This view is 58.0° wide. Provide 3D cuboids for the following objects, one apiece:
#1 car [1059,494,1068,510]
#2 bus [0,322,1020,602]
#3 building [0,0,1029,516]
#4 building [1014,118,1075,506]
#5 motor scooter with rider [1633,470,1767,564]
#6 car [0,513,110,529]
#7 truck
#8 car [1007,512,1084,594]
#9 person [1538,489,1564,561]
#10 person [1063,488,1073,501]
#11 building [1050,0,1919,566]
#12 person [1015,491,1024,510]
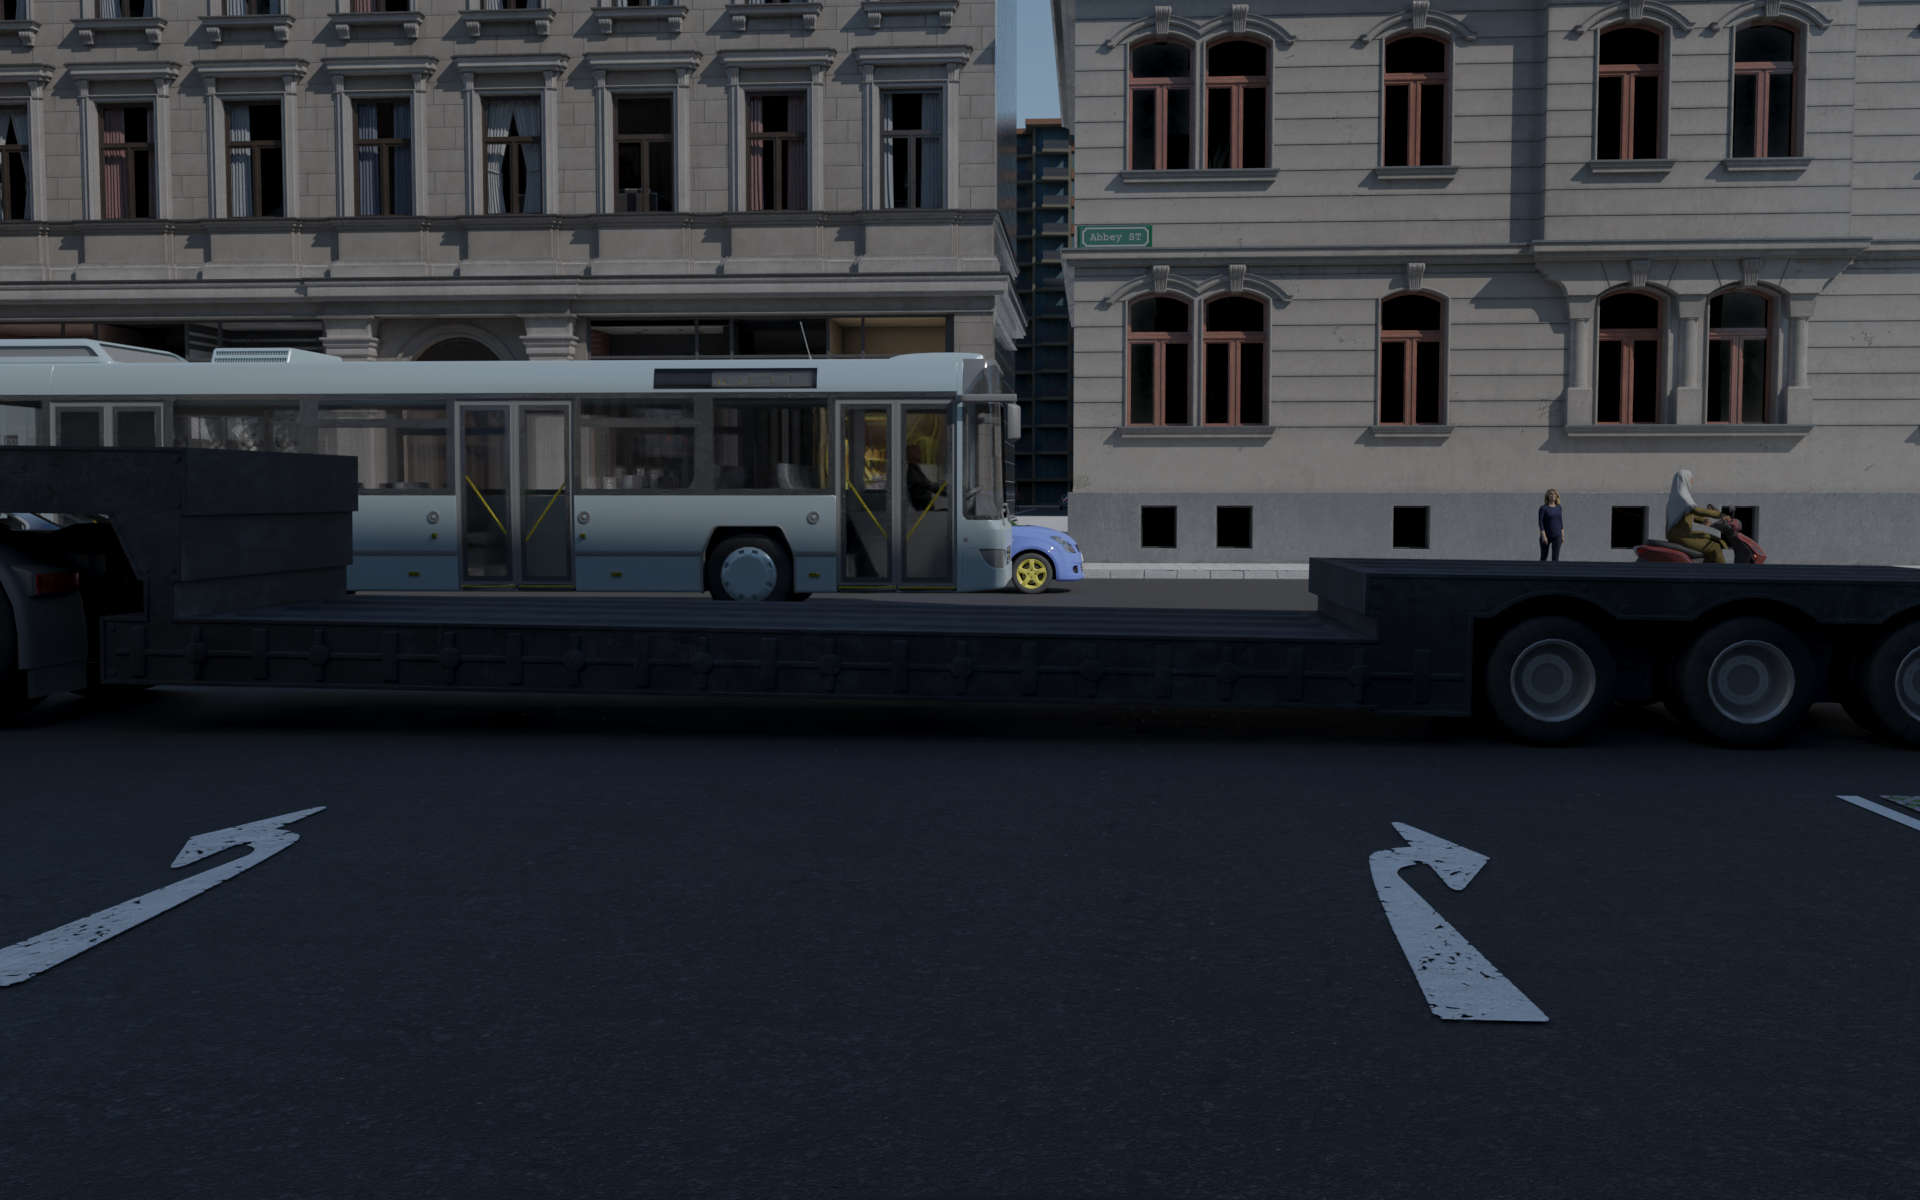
[{"bbox_3d":[9.901,-8.870,157.023,2.014,1.417,4.499,0,4,5],"label":"car"},{"bbox_3d":[-5.145,-1.606,21.124,13.247,3.499,2.948,0,4,4],"label":"bus"},{"bbox_3d":[-18.722,-11.444,38.017,40.483,20.767,10.553,0,4,4],"label":"building"},{"bbox_3d":[15.444,-33.422,201.066,28.867,44.769,22.147,0,4,4],"label":"building"},{"bbox_3d":[9.229,-0.764,21.450,1.986,1.779,0.876,0,4,5],"label":"motor scooter with rider"},{"bbox_3d":[-10.422,-0.356,17.830,4.499,1.417,2.014,0,4,3],"label":"car"},{"bbox_3d":[-3.027,-1.313,11.231,18.799,4.110,2.967,0,4,4],"label":"truck"},{"bbox_3d":[-0.006,-0.981,25.626,3.694,1.707,1.945,0,4,4],"label":"car"},{"bbox_3d":[9.102,-0.964,26.798,0.480,1.512,0.613,-1,4,-20],"label":"person"},{"bbox_3d":[7.189,-6.209,110.011,1.348,1.826,0.705,1,4,18],"label":"person"},{"bbox_3d":[13.571,-15.244,36.633,23.554,28.519,14.401,0,4,4],"label":"building"},{"bbox_3d":[5.127,-8.935,155.300,1.217,1.743,0.721,-1,4,-19],"label":"person"}]
